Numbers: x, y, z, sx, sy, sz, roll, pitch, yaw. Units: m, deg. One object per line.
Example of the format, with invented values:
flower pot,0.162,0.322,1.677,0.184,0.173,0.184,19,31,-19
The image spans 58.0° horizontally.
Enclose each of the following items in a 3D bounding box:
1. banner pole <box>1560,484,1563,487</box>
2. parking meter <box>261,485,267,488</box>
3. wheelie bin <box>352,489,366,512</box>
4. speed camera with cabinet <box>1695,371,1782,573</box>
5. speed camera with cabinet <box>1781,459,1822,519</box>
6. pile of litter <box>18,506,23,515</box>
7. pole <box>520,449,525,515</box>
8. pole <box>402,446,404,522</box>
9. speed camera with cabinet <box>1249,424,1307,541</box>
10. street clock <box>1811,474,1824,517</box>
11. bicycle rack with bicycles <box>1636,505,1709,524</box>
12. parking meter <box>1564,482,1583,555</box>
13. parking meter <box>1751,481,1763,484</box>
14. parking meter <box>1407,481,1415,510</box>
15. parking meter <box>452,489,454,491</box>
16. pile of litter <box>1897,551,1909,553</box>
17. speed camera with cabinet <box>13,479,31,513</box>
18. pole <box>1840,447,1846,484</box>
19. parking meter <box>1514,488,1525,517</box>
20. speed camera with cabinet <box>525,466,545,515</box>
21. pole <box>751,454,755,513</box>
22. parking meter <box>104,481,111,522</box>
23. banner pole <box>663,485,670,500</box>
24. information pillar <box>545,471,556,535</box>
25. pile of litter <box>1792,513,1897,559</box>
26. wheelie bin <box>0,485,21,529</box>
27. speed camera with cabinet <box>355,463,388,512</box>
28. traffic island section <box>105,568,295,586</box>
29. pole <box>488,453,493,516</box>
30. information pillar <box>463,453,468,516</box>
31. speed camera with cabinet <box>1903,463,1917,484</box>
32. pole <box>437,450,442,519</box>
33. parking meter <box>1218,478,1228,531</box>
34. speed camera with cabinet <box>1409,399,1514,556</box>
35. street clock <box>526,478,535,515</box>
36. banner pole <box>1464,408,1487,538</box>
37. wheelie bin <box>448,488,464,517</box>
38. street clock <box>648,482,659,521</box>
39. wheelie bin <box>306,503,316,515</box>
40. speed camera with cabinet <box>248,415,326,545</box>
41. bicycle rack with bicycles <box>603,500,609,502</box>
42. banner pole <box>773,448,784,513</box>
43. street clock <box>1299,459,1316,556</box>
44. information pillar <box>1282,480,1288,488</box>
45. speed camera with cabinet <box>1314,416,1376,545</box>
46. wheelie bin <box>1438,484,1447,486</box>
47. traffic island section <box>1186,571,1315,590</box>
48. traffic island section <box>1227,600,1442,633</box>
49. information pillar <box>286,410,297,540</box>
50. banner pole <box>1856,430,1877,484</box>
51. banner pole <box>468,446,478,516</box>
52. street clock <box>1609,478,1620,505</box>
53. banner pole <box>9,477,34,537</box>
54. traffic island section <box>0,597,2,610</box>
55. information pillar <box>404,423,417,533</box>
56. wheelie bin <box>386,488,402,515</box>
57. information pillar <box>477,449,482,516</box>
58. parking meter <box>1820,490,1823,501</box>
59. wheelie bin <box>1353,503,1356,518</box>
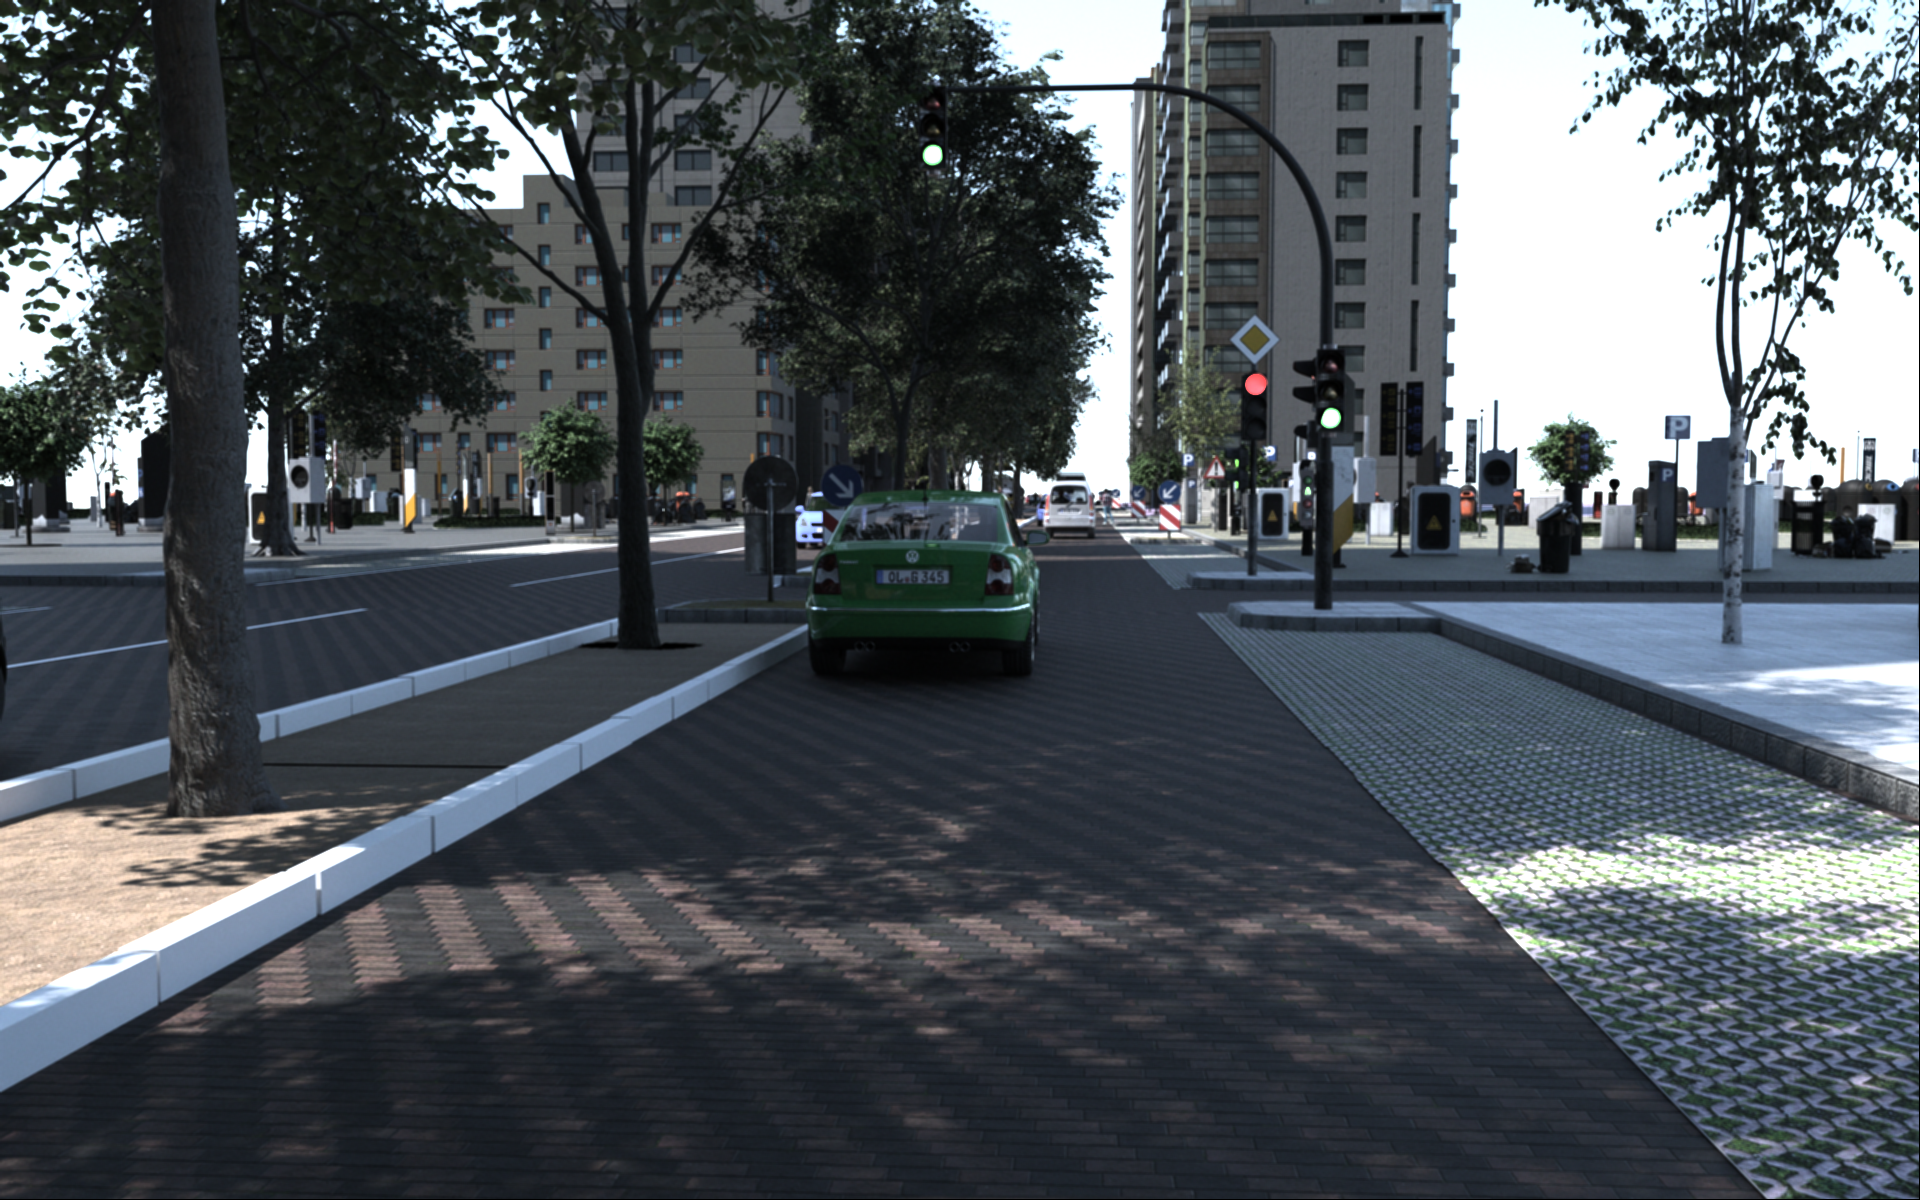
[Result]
banner pole,25.097,-4.981,71.454,0.401,3.779,0.863,-2,4,-32
parking meter,-42.204,-6.080,105.113,0.399,1.863,0.255,-1,4,-21
wheelie bin,-34.923,-5.651,100.298,0.693,1.594,0.980,3,4,39
speed camera with cabinet,12.822,-2.098,28.633,0.660,3.252,2.038,3,5,44
speed camera with cabinet,33.716,-4.632,70.072,2.038,3.252,0.660,1,4,23
pile of litter,-42.171,-3.903,77.782,1.719,0.858,1.176,3,4,38
pole,-19.871,-5.186,78.633,0.158,3.312,0.155,0,3,0
pole,-23.116,-4.793,72.204,0.158,3.312,0.155,0,3,0
speed camera with cabinet,9.089,-3.298,48.260,2.038,3.252,0.660,-1,4,-18
street clock,31.343,-3.596,63.360,0.358,2.002,0.471,-1,4,-8
bicycle rack with bicycles,23.418,-2.722,57.880,2.925,0.926,2.852,2,4,25
parking meter,12.917,-1.718,36.498,0.372,1.533,0.369,0,3,0
parking meter,14.934,-1.486,32.706,0.372,1.533,0.369,0,3,0
parking meter,19.753,-4.295,75.936,0.255,1.863,0.399,0,4,-4
parking meter,-26.402,-5.038,90.779,0.372,1.533,0.369,0,3,0
pile of litter,20.023,-1.482,38.192,1.719,0.858,1.176,2,4,33
speed camera with cabinet,-44.846,-5.378,82.271,2.038,3.252,0.660,3,5,41
pole,37.993,-4.940,74.609,0.158,3.312,0.155,0,3,0
parking meter,23.738,-3.975,73.406,0.372,1.533,0.369,0,3,0
speed camera with cabinet,-23.976,-6.339,97.974,0.660,3.252,2.038,1,4,15
pole,-10.470,-5.736,87.621,0.158,3.312,0.155,0,3,0
parking meter,-39.053,-4.505,79.366,0.255,1.863,0.399,-2,4,-26
banner pole,-15.072,-6.060,89.100,0.401,3.779,0.863,1,4,20
information pillar,-12.805,-3.035,54.118,0.304,2.012,0.304,-1,4,-14
pile of litter,17.745,-1.281,34.902,1.719,0.858,1.176,3,4,38
wheelie bin,-34.878,-3.387,63.287,0.693,1.594,0.980,2,4,26
speed camera with cabinet,-33.536,-6.389,98.792,0.660,3.252,2.038,2,4,27
traffic island section,-12.322,-0.381,28.503,2.009,0.180,2.903,0,4,4
pole,-23.433,-5.667,86.506,0.158,3.312,0.155,0,3,0
information pillar,-28.230,-6.578,98.909,0.183,3.616,0.504,-3,4,-37
speed camera with cabinet,49.831,-5.918,91.101,0.660,3.252,2.038,1,4,19
pole,-24.090,-5.280,80.164,0.158,3.312,0.155,0,3,0
parking meter,9.262,-3.384,61.042,0.255,1.863,0.399,0,4,-5
speed camera with cabinet,10.480,-2.560,36.185,2.038,3.252,0.660,1,4,11
street clock,-19.929,-4.638,80.400,0.358,2.002,0.471,-3,5,-44
banner pole,15.036,-3.703,50.564,0.863,3.779,0.401,-2,4,-28
wheelie bin,-25.683,-4.920,88.350,0.693,1.594,0.980,-2,4,-30
street clock,-14.718,-4.813,83.270,0.471,2.002,0.358,1,4,11
wheelie bin,-29.045,-4.251,77.414,0.980,1.594,0.693,-1,4,-22
speed camera with cabinet,-16.960,-3.013,43.593,2.038,3.252,0.660,1,4,23
bicycle rack with bicycles,-21.327,-5.250,99.211,2.852,0.926,2.925,-3,5,-40
banner pole,-9.772,-6.352,93.874,0.863,3.779,0.401,2,4,26
street clock,7.254,-1.929,36.107,0.358,2.002,0.471,2,4,33
information pillar,16.563,-5.122,88.243,0.304,2.012,0.304,0,4,1
speed camera with cabinet,9.875,-3.066,44.467,0.660,3.252,2.038,-1,4,-19
wheelie bin,15.334,-2.882,55.025,0.693,1.594,0.980,3,4,38
traffic island section,4.628,-0.308,27.310,2.009,0.180,2.903,0,4,4
traffic island section,4.067,0.180,19.344,2.009,0.180,2.903,0,4,4
information pillar,-18.769,-3.502,48.615,0.183,3.616,0.504,0,4,-4
banner pole,35.220,-4.738,67.491,0.863,3.779,0.401,1,4,21
banner pole,-25.578,-6.175,90.985,0.401,3.779,0.863,2,4,35
street clock,30.133,-4.600,79.782,0.358,2.002,0.471,-2,4,-30
banner pole,-27.914,-3.762,51.534,0.401,3.779,0.863,2,4,24
traffic island section,-12.882,0.107,20.537,2.009,0.180,2.903,0,4,4
information pillar,-18.069,-4.009,56.909,0.504,3.616,0.183,2,4,32
wheelie bin,-29.623,-5.067,90.746,0.980,1.594,0.693,2,4,31
information pillar,-25.068,-6.057,90.382,0.183,3.616,0.504,0,4,2
parking meter,44.131,-4.933,89.066,0.372,1.533,0.369,0,3,0
wheelie bin,18.080,-4.467,80.939,0.980,1.594,0.693,-1,4,-12
